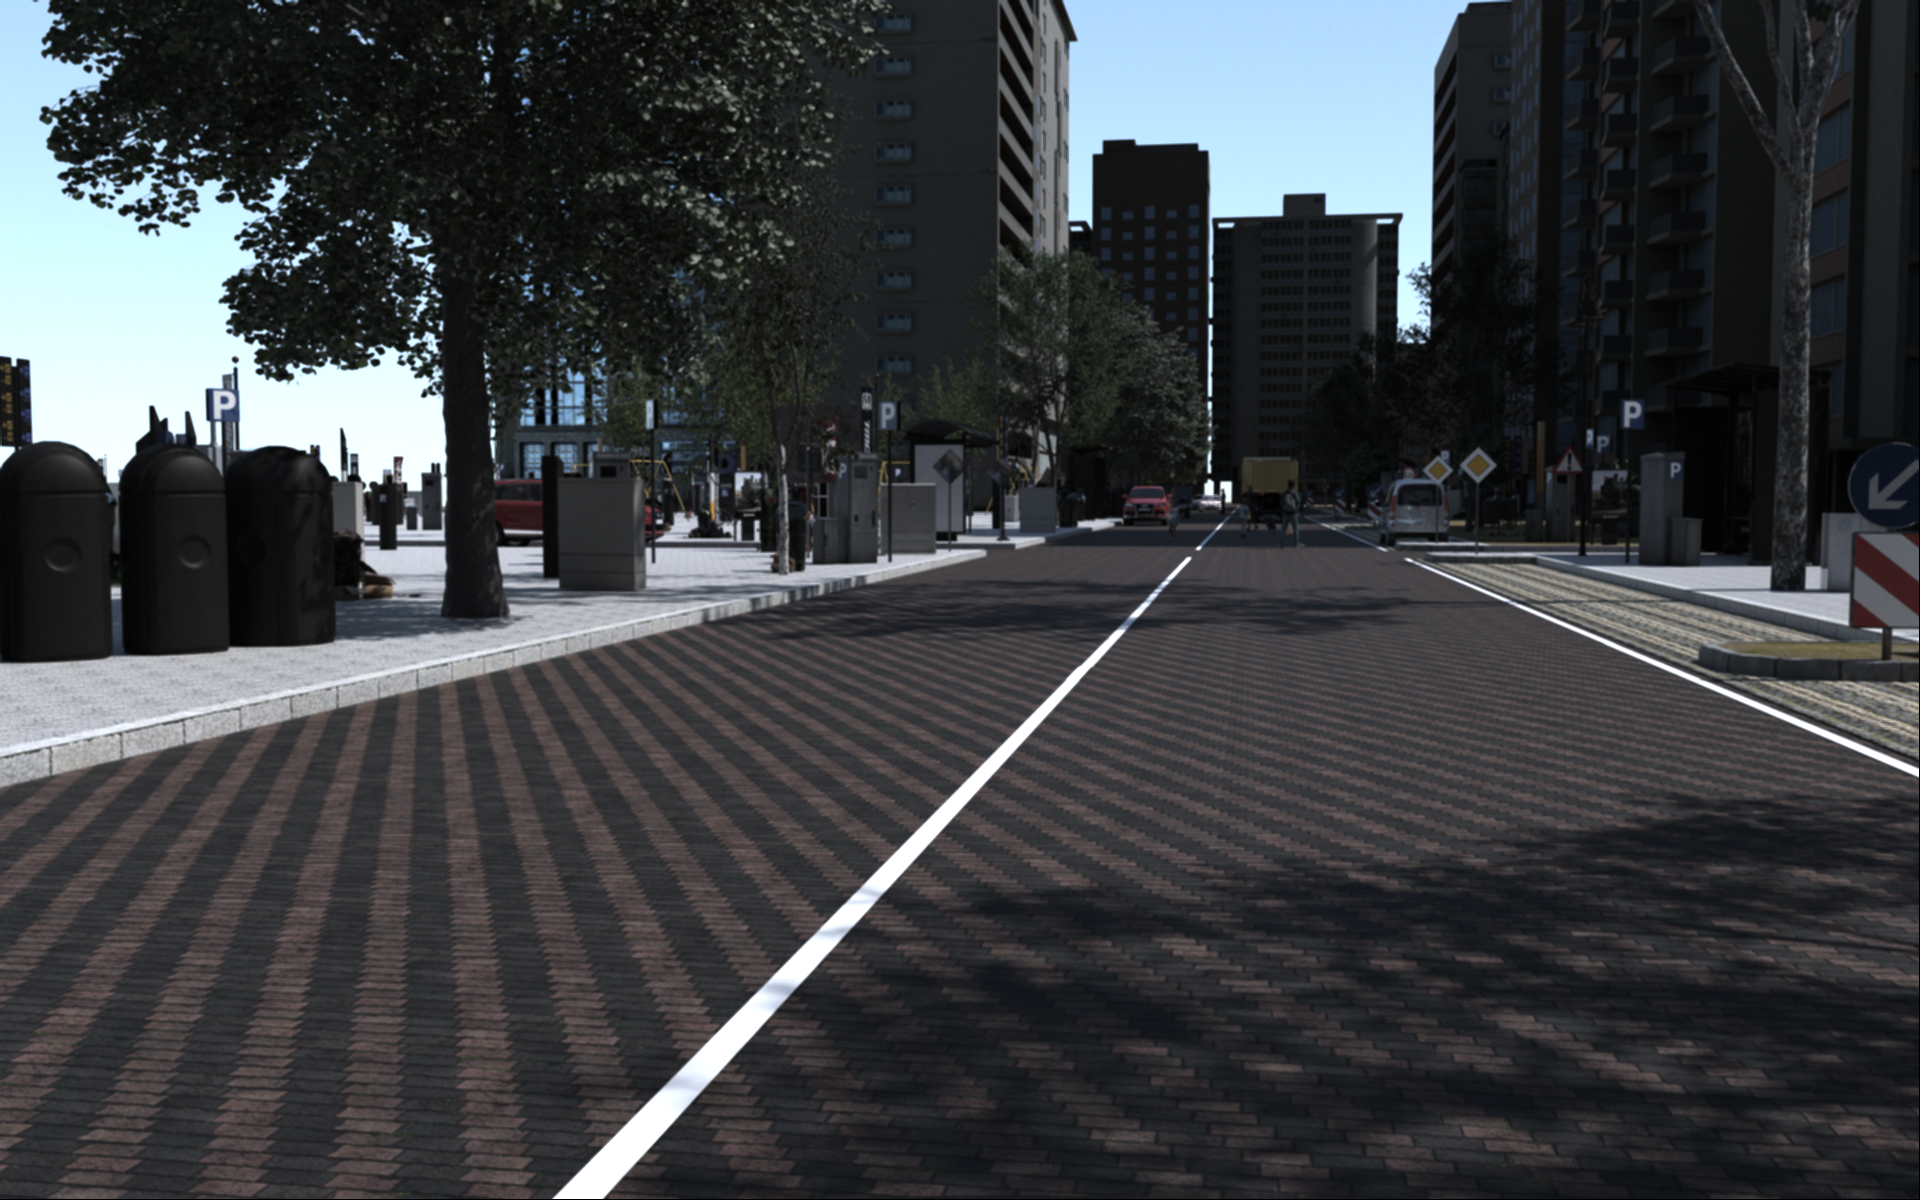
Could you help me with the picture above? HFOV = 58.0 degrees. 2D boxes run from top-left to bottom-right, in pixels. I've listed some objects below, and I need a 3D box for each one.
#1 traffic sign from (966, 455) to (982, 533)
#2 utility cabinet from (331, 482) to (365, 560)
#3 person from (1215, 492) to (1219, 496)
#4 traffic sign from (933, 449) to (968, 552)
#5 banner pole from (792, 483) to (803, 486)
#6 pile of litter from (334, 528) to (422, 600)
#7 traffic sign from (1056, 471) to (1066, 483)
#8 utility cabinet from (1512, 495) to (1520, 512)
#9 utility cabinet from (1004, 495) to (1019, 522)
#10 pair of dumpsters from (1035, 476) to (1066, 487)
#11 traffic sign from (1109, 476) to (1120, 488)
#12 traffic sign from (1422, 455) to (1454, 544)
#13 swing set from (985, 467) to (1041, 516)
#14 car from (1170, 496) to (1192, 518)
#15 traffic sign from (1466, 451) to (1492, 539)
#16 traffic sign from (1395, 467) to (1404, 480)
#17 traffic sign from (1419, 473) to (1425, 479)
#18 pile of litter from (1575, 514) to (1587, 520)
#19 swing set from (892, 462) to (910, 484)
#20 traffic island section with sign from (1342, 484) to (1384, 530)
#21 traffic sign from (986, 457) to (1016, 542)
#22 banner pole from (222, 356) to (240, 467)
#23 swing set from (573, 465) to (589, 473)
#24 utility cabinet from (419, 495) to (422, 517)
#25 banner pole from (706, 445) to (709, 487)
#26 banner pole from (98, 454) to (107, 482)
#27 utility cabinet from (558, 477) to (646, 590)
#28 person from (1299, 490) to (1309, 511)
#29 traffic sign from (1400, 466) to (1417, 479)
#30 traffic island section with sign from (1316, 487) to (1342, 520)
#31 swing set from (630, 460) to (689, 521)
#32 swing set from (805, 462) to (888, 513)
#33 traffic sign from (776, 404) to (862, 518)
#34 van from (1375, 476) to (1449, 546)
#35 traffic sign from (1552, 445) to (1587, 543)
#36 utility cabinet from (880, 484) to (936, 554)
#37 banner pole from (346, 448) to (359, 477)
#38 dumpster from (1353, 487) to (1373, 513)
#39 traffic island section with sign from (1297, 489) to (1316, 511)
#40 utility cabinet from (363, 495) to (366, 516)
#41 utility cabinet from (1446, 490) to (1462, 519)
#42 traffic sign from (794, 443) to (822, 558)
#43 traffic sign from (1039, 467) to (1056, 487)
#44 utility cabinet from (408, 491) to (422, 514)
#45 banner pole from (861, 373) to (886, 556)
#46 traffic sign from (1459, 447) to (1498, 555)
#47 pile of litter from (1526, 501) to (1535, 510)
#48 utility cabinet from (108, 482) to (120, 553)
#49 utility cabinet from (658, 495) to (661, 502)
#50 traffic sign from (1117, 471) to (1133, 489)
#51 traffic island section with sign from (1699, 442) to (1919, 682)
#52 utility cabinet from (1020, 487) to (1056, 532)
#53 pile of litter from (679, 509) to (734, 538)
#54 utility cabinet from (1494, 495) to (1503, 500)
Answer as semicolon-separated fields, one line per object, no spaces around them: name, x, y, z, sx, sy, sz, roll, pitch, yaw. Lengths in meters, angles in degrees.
traffic sign;0.329;-3.479;56.987;0.768;2.556;0.104;1;4;19
utility cabinet;-11.254;-1.360;30.911;1.173;1.500;0.318;1;4;8
person;28.963;-11.361;195.176;0.541;1.710;0.530;1;4;11
traffic sign;-0.226;-2.137;38.577;0.795;2.450;0.064;1;4;9
banner pole;-8.907;-6.365;94.088;0.863;3.779;0.401;1;4;21
pile of litter;-7.491;-0.450;21.325;1.719;0.858;1.176;-1;4;-17
traffic sign;5.615;-5.964;97.614;0.768;2.556;0.104;1;4;15
utility cabinet;34.266;-5.855;106.895;0.306;1.237;1.020;0;4;2
utility cabinet;2.263;-4.172;79.372;0.306;1.237;1.020;-2;4;-35
pair of dumpsters;4.704;-5.358;90.099;1.574;2.255;4.437;1;4;10
traffic sign;10.706;-7.333;120.003;0.768;2.556;0.104;1;4;12
traffic sign;12.280;-2.503;44.563;0.795;2.450;0.064;1;4;9
swing set;3.345;-6.385;102.014;2.862;2.851;3.119;-2;4;-30
car;13.086;-5.653;105.014;1.945;1.354;3.894;1;4;9
traffic sign;14.919;-3.045;49.890;0.768;2.556;0.104;1;4;16
traffic sign;20.768;-4.955;81.127;0.768;2.556;0.104;1;4;15
traffic sign;26.654;-6.094;99.636;0.884;2.594;0.081;1;4;18
pile of litter;31.279;-4.412;86.101;1.719;0.858;1.176;-1;4;-15
swing set;-2.495;-5.305;84.359;3.119;2.851;2.862;1;4;16
traffic island section with sign;16.474;-3.718;69.413;1.989;1.847;2.006;1;4;9
traffic sign;1.095;-2.618;46.453;0.795;2.450;0.064;1;4;9
banner pole;-13.309;-2.549;31.698;0.401;3.779;0.863;-3;5;-44
swing set;-18.872;-5.754;91.697;3.119;2.851;2.862;0;4;6
utility cabinet;-30.368;-5.368;98.924;1.020;1.237;0.306;-1;4;-14
banner pole;-11.181;-5.342;77.358;0.401;3.779;0.863;1;4;15
banner pole;-53.307;-7.203;107.786;0.401;3.779;0.863;1;4;19
utility cabinet;-4.776;-0.884;23.125;1.173;1.500;0.318;1;4;22
person;28.338;-8.170;142.610;0.750;1.759;0.617;-1;4;-14
traffic sign;20.670;-4.881;79.910;0.768;2.556;0.104;1;4;13
traffic island section with sign;20.931;-5.344;95.999;1.989;1.847;2.006;1;4;9
swing set;-14.594;-5.110;81.170;2.862;2.851;3.119;1;4;20
swing set;-4.676;-3.846;60.509;3.119;2.851;2.862;2;4;29
traffic sign;-3.125;-2.784;39.390;2.265;3.308;0.079;1;4;17
van;12.719;-2.546;48.640;2.013;2.044;4.112;1;4;9
traffic sign;15.976;-2.780;45.451;0.884;2.594;0.081;1;4;15
utility cabinet;-1.104;-1.717;36.749;1.173;1.500;0.318;0;4;-6
banner pole;-32.996;-6.358;93.972;0.863;3.779;0.401;-3;5;-44
dumpster;26.969;-6.904;115.378;1.502;2.255;1.985;1;4;10
traffic island section with sign;29.153;-8.340;144.992;1.989;1.847;2.006;1;4;9
utility cabinet;-40.036;-6.421;116.143;1.020;1.237;0.306;0;4;-7
utility cabinet;25.115;-4.900;88.794;1.173;1.500;0.318;3;5;40
traffic sign;-3.032;-1.983;34.555;0.606;2.300;0.079;1;4;16
traffic sign;4.143;-5.009;81.908;0.884;2.594;0.081;1;4;17
utility cabinet;-34.739;-6.240;110.703;1.173;1.500;0.318;0;4;-7
banner pole;-1.841;-2.803;35.838;0.401;3.779;0.863;2;4;27
traffic sign;10.959;-2.021;36.687;0.795;2.450;0.064;1;4;9
pile of litter;33.936;-5.407;102.370;1.176;0.858;1.719;0;4;0
utility cabinet;-15.807;-1.477;32.830;0.318;1.500;1.173;-3;5;-40
utility cabinet;-17.880;-5.527;101.531;0.306;1.237;1.020;-3;4;-38
traffic sign;9.270;-5.960;97.444;0.884;2.594;0.081;1;4;16
traffic island section with sign;7.182;-0.333;14.069;1.989;1.847;2.006;1;4;9
utility cabinet;2.576;-2.963;57.126;1.173;1.500;0.318;1;4;10
pile of litter;-7.420;-2.237;50.544;1.719;0.858;1.176;1;4;22
utility cabinet;34.939;-6.180;112.198;1.020;1.237;0.306;-3;5;-44
